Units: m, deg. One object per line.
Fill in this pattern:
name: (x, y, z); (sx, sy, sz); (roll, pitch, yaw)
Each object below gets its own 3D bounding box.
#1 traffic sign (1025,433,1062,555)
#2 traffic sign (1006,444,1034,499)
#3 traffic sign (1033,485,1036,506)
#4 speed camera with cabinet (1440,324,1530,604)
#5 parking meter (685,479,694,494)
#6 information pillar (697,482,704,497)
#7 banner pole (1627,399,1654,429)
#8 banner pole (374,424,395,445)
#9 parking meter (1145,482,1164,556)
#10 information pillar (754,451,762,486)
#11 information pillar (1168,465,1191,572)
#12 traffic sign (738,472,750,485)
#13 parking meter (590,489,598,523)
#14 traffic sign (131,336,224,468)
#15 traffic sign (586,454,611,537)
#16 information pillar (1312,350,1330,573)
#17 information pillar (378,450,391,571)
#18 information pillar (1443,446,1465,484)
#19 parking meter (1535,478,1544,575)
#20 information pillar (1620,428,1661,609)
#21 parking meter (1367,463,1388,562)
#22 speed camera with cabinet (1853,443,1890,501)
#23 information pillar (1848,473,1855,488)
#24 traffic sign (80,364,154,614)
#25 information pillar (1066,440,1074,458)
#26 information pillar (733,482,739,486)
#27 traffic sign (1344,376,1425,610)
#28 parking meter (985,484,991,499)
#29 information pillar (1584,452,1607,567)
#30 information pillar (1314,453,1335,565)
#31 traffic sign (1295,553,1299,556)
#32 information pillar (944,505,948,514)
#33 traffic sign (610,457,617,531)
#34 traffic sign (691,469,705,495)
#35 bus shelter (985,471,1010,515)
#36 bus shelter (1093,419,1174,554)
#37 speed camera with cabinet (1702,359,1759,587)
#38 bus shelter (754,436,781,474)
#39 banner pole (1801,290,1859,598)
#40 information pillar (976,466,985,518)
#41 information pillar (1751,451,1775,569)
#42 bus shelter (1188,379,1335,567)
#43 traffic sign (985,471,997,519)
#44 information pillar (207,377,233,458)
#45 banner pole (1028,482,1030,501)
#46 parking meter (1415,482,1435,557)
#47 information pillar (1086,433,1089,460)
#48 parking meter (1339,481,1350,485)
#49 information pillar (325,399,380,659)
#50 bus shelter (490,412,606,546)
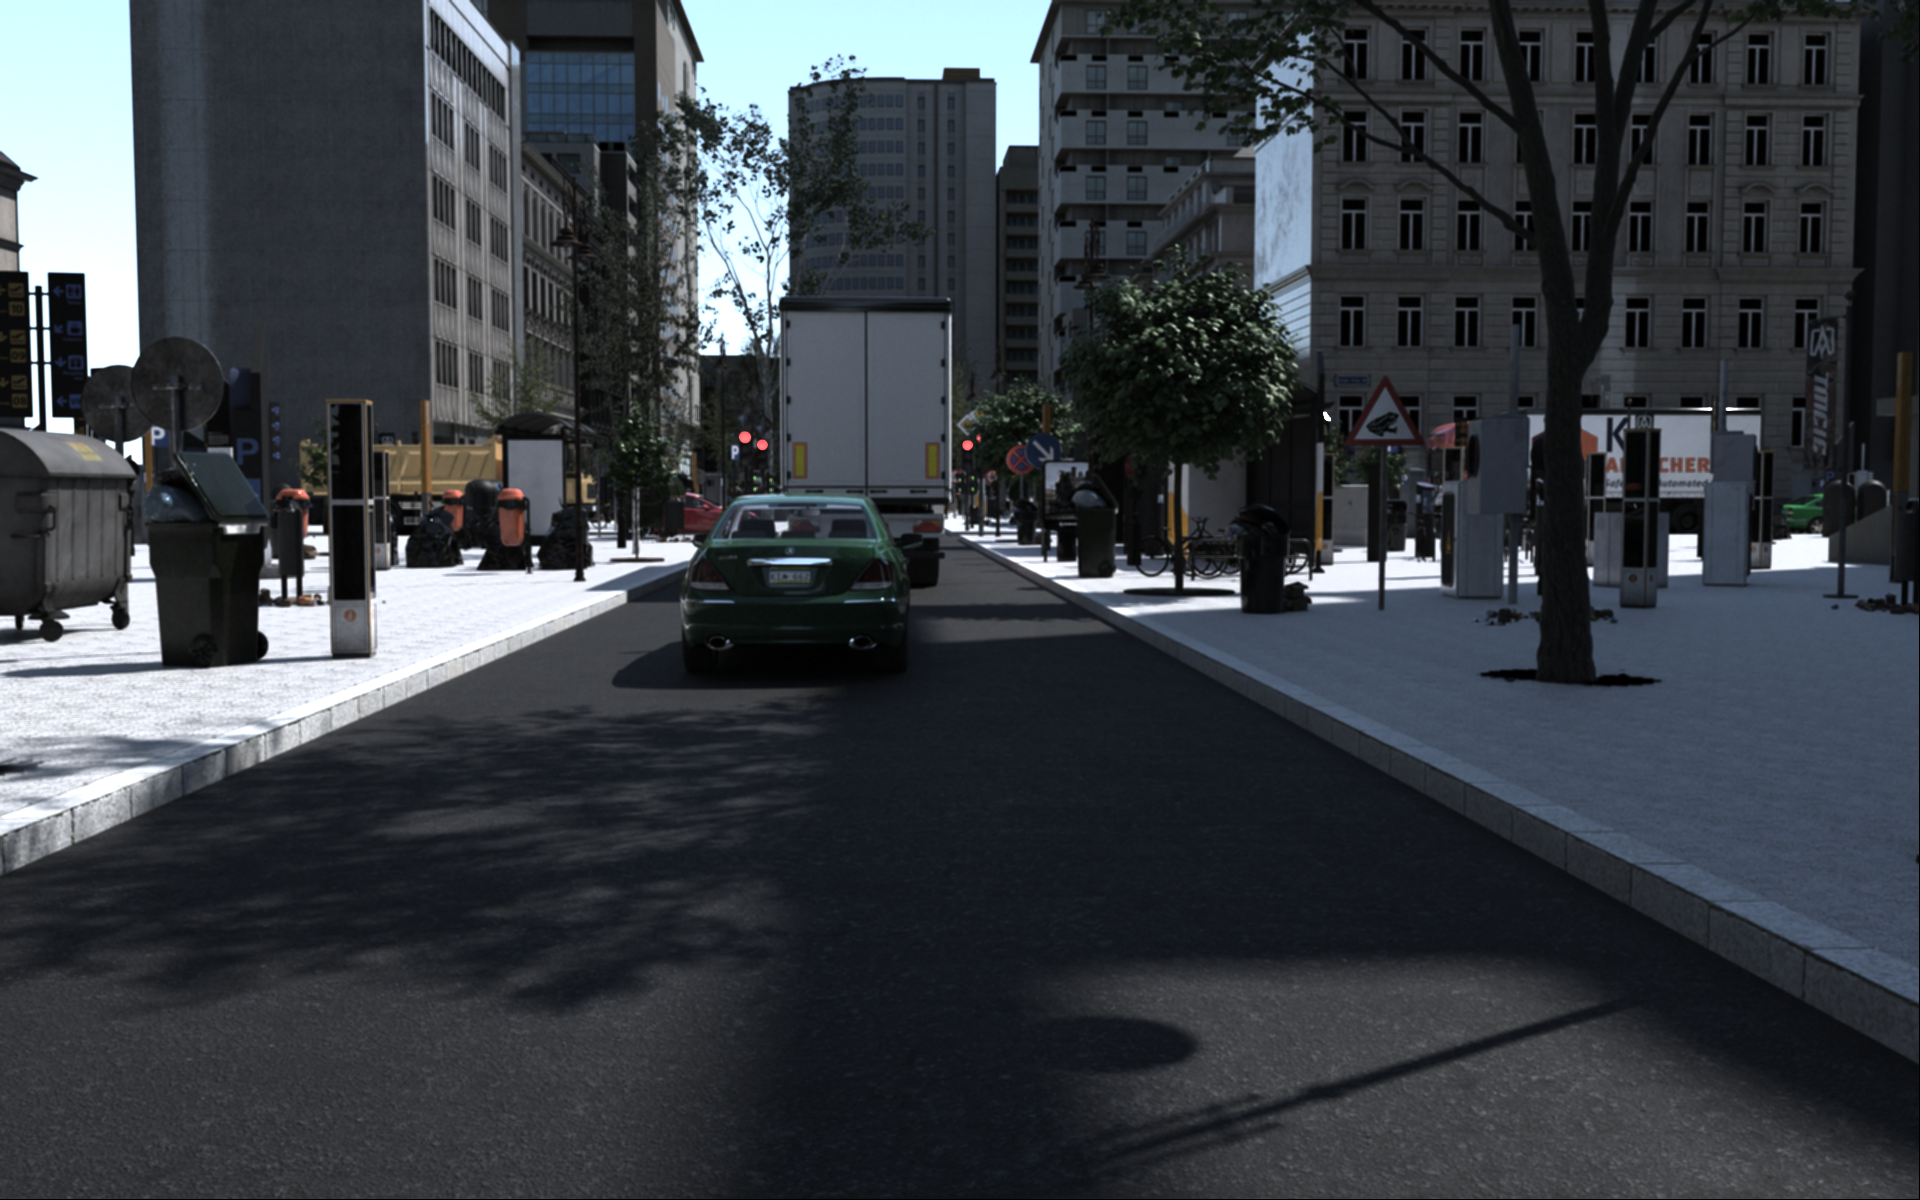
traffic sign: (1.742, -2.208, 36.203); (0.768, 2.556, 0.104); (0, 4, 1)
traffic sign: (1.574, -2.713, 44.468); (0.768, 2.556, 0.104); (0, 4, 3)
traffic sign: (2.218, -3.142, 51.484); (0.768, 2.556, 0.104); (0, 4, 5)
speed camera with cabinet: (6.334, -1.630, 20.983); (0.660, 3.252, 2.038); (0, 4, 4)
parking meter: (-9.804, -3.477, 62.559); (0.399, 1.863, 0.255); (-1, 4, -19)
information pillar: (-13.413, -5.209, 89.660); (0.304, 2.012, 0.304); (0, 3, 0)
banner pole: (17.871, -3.407, 45.723); (0.863, 3.779, 0.401); (1, 4, 9)
banner pole: (-20.648, -4.407, 62.072); (0.863, 3.779, 0.401); (-1, 4, -22)
parking meter: (4.024, -1.676, 35.806); (0.372, 1.533, 0.369); (0, 3, 0)
information pillar: (-9.919, -5.733, 85.082); (0.504, 3.616, 0.183); (0, 4, -8)
information pillar: (3.587, -2.263, 28.358); (0.183, 3.616, 0.504); (3, 5, 41)
traffic sign: (-12.455, -6.109, 99.991); (0.768, 2.556, 0.104); (0, 4, -1)
parking meter: (-16.253, -4.194, 76.982); (0.372, 1.533, 0.369); (0, 3, 0)
traffic sign: (-6.332, -0.851, 14.020); (0.768, 2.556, 0.104); (0, 4, 3)
traffic sign: (-10.840, -3.173, 51.986); (0.768, 2.556, 0.104); (0, 4, -2)
information pillar: (5.837, -2.248, 28.102); (0.183, 3.616, 0.504); (0, 4, 7)
information pillar: (-9.771, -1.506, 29.116); (0.304, 2.012, 0.304); (0, 4, -6)
information pillar: (7.663, -1.372, 26.925); (0.304, 2.012, 0.304); (1, 4, 21)
parking meter: (9.314, -1.163, 27.424); (0.372, 1.533, 0.369); (0, 3, 0)
information pillar: (7.665, -0.919, 19.517); (0.304, 2.012, 0.304); (-3, 5, -44)
parking meter: (7.938, -1.663, 32.909); (0.255, 1.863, 0.399); (3, 4, 38)
speed camera with cabinet: (35.950, -4.475, 67.503); (2.038, 3.252, 0.660); (2, 4, 35)
information pillar: (31.498, -3.483, 61.444); (0.304, 2.012, 0.304); (-1, 4, -17)
traffic sign: (-8.263, -1.036, 17.051); (0.768, 2.556, 0.104); (0, 4, -1)
information pillar: (4.603, -4.976, 72.704); (0.183, 3.616, 0.504); (-2, 4, -27)
information pillar: (-13.127, -5.938, 101.582); (0.304, 2.012, 0.304); (-1, 4, -21)
traffic sign: (4.665, -1.168, 19.100); (0.884, 2.594, 0.081); (0, 4, 2)
parking meter: (1.592, -5.821, 100.890); (0.255, 1.863, 0.399); (-3, 5, -42)
information pillar: (11.263, -1.602, 30.689); (0.304, 2.012, 0.304); (1, 4, 13)
information pillar: (6.588, -1.641, 31.315); (0.304, 2.012, 0.304); (0, 4, 3)
traffic sign: (6.822, -2.131, 34.942); (0.768, 2.556, 0.104); (0, 4, -2)
information pillar: (-0.977, -7.224, 109.463); (0.504, 3.616, 0.183); (-2, 4, -32)
traffic sign: (-11.871, -3.639, 59.610); (0.768, 2.556, 0.104); (0, 4, -2)
traffic sign: (-13.110, -5.308, 86.890); (0.768, 2.556, 0.104); (0, 4, -1)
bus shelter: (2.429, -6.958, 107.686); (2.014, 3.302, 5.546); (0, 4, -3)
bus shelter: (3.838, -2.971, 39.857); (1.731, 3.624, 6.357); (0, 4, -3)
speed camera with cabinet: (11.079, -1.866, 24.846); (0.660, 3.252, 2.038); (2, 4, 27)
bus shelter: (-12.126, -8.157, 111.003); (2.179, 5.291, 8.768); (0, 4, -3)
banner pole: (10.839, -1.930, 21.579); (0.401, 3.779, 0.863); (-1, 4, -21)
information pillar: (1.090, -6.119, 91.408); (0.504, 3.616, 0.183); (1, 4, 12)
information pillar: (13.690, -1.539, 29.651); (0.304, 2.012, 0.304); (-2, 4, -29)
bus shelter: (5.318, -2.368, 32.644); (2.014, 3.302, 5.546); (0, 4, -3)
traffic sign: (1.706, -5.493, 89.919); (0.768, 2.556, 0.104); (0, 4, 2)
information pillar: (-13.145, -2.411, 30.771); (0.504, 3.616, 0.183); (1, 4, 13)
banner pole: (2.572, -4.385, 61.708); (0.401, 3.779, 0.863); (-2, 4, -31)
parking meter: (9.459, -1.640, 35.224); (0.372, 1.533, 0.369); (0, 3, 0)
information pillar: (4.918, -4.604, 66.626); (0.183, 3.616, 0.504); (0, 4, -2)
parking meter: (15.861, -4.018, 71.408); (0.399, 1.863, 0.255); (3, 5, 40)
information pillar: (-4.775, -0.557, 13.600); (0.304, 2.012, 0.304); (-1, 4, -9)
bus shelter: (-10.687, -3.148, 45.389); (2.014, 3.302, 5.546); (0, 4, -3)
